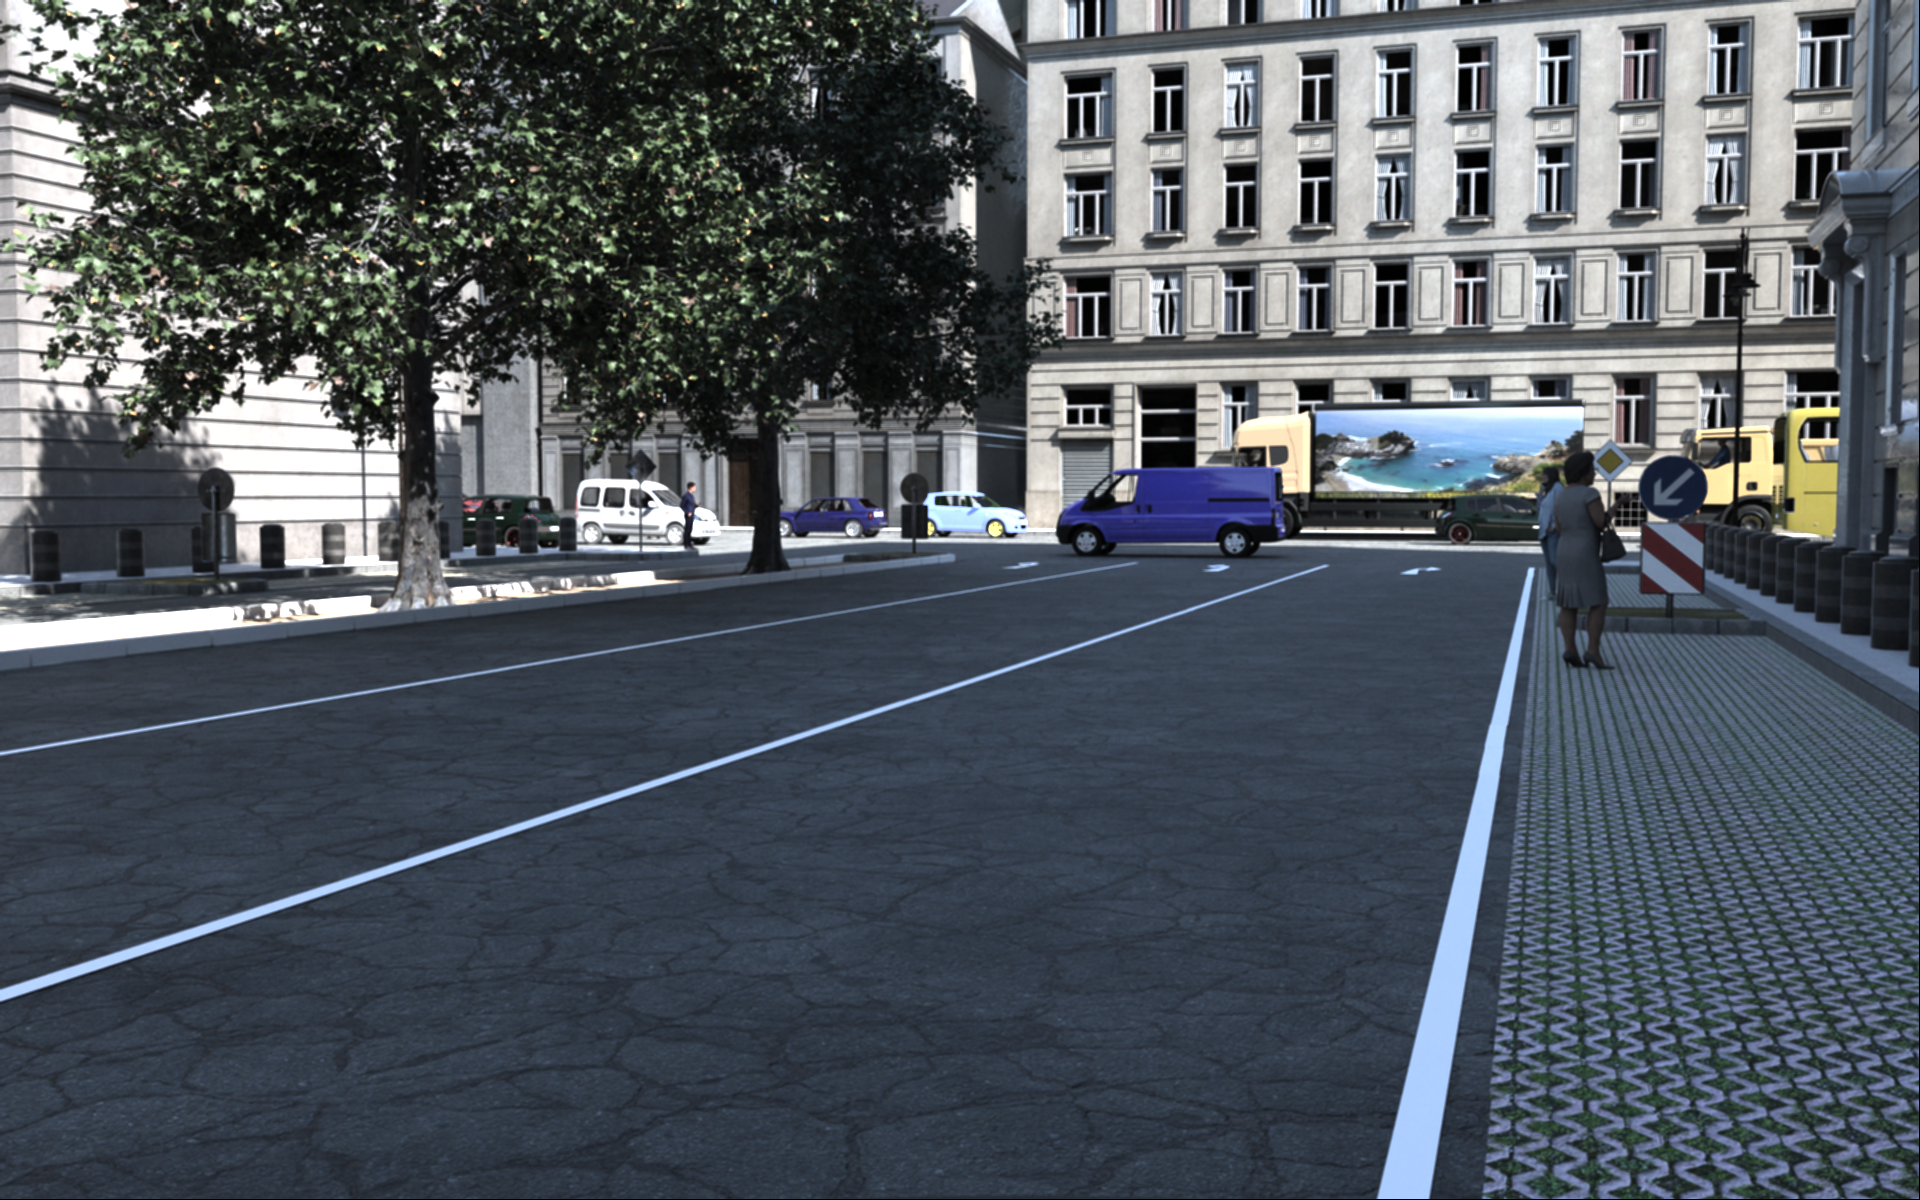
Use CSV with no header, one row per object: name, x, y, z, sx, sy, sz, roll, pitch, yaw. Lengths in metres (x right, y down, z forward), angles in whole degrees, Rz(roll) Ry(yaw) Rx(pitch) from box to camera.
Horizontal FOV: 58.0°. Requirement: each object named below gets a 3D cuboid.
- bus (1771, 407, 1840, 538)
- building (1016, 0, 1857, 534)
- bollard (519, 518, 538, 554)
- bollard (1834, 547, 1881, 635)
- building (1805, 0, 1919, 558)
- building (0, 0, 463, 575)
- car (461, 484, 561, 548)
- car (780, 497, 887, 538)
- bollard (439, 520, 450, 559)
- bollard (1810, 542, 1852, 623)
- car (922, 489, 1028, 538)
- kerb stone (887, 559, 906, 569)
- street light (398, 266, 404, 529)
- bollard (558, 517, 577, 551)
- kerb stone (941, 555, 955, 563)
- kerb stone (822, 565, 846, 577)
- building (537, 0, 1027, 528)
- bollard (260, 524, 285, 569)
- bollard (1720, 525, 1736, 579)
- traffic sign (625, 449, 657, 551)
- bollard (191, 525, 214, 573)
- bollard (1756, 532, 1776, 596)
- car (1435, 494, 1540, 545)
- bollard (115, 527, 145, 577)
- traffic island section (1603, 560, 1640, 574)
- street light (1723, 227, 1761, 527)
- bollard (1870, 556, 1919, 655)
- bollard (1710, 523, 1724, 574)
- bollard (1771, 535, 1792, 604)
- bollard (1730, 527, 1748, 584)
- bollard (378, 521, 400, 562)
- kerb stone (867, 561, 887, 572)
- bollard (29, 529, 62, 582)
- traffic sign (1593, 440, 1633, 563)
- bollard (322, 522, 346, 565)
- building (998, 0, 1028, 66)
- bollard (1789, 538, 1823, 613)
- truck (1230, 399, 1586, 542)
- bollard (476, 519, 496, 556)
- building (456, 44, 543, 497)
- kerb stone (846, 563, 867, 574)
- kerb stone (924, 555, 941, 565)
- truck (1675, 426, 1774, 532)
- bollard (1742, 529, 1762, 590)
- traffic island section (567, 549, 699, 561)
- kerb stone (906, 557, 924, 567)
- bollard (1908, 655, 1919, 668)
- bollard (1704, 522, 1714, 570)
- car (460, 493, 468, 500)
bus,26.533,-3.084,41.962,12.252,3.916,2.896,1,4,18
building,18.203,-14.179,65.115,30.059,22.955,16.112,1,4,19
bollard,-9.329,-1.389,37.431,0.404,0.777,0.398,0,3,0
bollard,8.292,-0.069,15.853,0.404,0.777,0.398,0,3,0
building,17.925,-14.197,18.027,13.634,28.700,20.117,1,4,19
building,-23.874,-11.881,36.057,24.055,21.916,13.314,1,4,19
car,-12.146,-2.119,44.434,4.222,1.686,2.009,1,4,19
car,-4.450,-2.738,57.341,3.894,1.354,1.945,1,4,18
bollard,-10.345,-1.205,34.426,0.404,0.777,0.398,0,3,0
bollard,8.798,-0.161,17.354,0.404,0.777,0.398,0,3,0
car,0.401,-2.926,57.429,3.694,1.707,1.945,1,4,20
kerb stone,-1.318,-0.682,33.352,0.120,0.150,1.000,1,4,19
street light,-10.867,-3.721,33.626,0.468,5.910,1.993,1,4,19
bollard,-8.820,-1.481,38.931,0.404,0.777,0.398,0,3,0
kerb stone,-0.322,-0.861,36.271,0.120,0.150,1.000,1,4,19
kerb stone,-2.298,-0.500,30.432,0.120,0.150,1.000,1,4,19
building,-6.872,-13.539,70.520,18.267,20.994,9.793,1,4,19
bollard,-11.874,-0.930,29.916,0.404,0.777,0.398,0,3,0
bollard,11.858,-0.713,26.375,0.404,0.777,0.398,0,3,0
traffic sign,-7.126,-2.140,38.639,0.795,2.450,0.064,1,4,19
bollard,-12.382,-0.837,28.409,0.404,0.777,0.398,0,3,0
bollard,10.330,-0.437,21.867,0.404,0.777,0.398,0,3,0
car,15.551,-2.381,48.717,4.222,1.686,2.009,1,4,20
bollard,-12.892,-0.746,26.909,0.404,0.777,0.398,0,3,0
traffic island section,12.070,-0.608,32.217,2.009,0.180,2.903,1,4,19
street light,13.606,-3.516,30.278,0.468,5.910,1.993,1,4,19
bollard,7.779,0.023,14.346,0.404,0.777,0.398,0,3,0
bollard,12.363,-0.805,27.877,0.404,0.777,0.398,0,3,0
bollard,9.818,-0.345,20.361,0.404,0.777,0.398,0,3,0
bollard,11.347,-0.621,24.876,0.404,0.777,0.398,0,3,0
bollard,-10.854,-1.113,32.919,0.404,0.777,0.398,0,3,0
kerb stone,-1.642,-0.623,32.377,0.120,0.150,1.000,1,4,19
bollard,-13.406,-0.653,25.391,0.404,0.777,0.398,0,3,0
traffic sign,12.045,-1.743,32.148,0.795,2.450,0.064,1,4,19
bollard,-11.364,-1.021,31.416,0.404,0.777,0.398,0,3,0
building,12.947,-31.603,140.416,21.300,48.544,21.600,1,4,19
bollard,9.311,-0.253,18.860,0.404,0.777,0.398,0,3,0
truck,13.480,-3.985,54.069,11.283,4.237,2.839,1,4,19
bollard,-9.838,-1.297,35.930,0.404,0.777,0.398,0,3,0
building,-24.635,-15.869,77.486,19.932,24.808,12.078,1,4,19
kerb stone,-1.967,-0.556,31.406,0.120,0.150,1.000,1,4,19
kerb stone,-0.660,-0.799,35.303,0.120,0.150,1.000,1,4,19
truck,24.835,-3.280,49.551,9.791,3.379,3.469,1,4,18
bollard,10.838,-0.530,23.376,0.404,0.777,0.398,0,3,0
traffic island section,-7.151,-1.005,38.709,2.009,0.180,2.903,1,4,19
kerb stone,-0.990,-0.742,34.332,0.120,0.150,1.000,1,4,19
bollard,7.270,0.115,12.838,0.404,0.777,0.398,0,3,0
bollard,12.878,-0.898,29.393,0.404,0.777,0.398,0,3,0
car,-19.644,-3.414,64.488,5.304,1.827,2.281,1,4,18
